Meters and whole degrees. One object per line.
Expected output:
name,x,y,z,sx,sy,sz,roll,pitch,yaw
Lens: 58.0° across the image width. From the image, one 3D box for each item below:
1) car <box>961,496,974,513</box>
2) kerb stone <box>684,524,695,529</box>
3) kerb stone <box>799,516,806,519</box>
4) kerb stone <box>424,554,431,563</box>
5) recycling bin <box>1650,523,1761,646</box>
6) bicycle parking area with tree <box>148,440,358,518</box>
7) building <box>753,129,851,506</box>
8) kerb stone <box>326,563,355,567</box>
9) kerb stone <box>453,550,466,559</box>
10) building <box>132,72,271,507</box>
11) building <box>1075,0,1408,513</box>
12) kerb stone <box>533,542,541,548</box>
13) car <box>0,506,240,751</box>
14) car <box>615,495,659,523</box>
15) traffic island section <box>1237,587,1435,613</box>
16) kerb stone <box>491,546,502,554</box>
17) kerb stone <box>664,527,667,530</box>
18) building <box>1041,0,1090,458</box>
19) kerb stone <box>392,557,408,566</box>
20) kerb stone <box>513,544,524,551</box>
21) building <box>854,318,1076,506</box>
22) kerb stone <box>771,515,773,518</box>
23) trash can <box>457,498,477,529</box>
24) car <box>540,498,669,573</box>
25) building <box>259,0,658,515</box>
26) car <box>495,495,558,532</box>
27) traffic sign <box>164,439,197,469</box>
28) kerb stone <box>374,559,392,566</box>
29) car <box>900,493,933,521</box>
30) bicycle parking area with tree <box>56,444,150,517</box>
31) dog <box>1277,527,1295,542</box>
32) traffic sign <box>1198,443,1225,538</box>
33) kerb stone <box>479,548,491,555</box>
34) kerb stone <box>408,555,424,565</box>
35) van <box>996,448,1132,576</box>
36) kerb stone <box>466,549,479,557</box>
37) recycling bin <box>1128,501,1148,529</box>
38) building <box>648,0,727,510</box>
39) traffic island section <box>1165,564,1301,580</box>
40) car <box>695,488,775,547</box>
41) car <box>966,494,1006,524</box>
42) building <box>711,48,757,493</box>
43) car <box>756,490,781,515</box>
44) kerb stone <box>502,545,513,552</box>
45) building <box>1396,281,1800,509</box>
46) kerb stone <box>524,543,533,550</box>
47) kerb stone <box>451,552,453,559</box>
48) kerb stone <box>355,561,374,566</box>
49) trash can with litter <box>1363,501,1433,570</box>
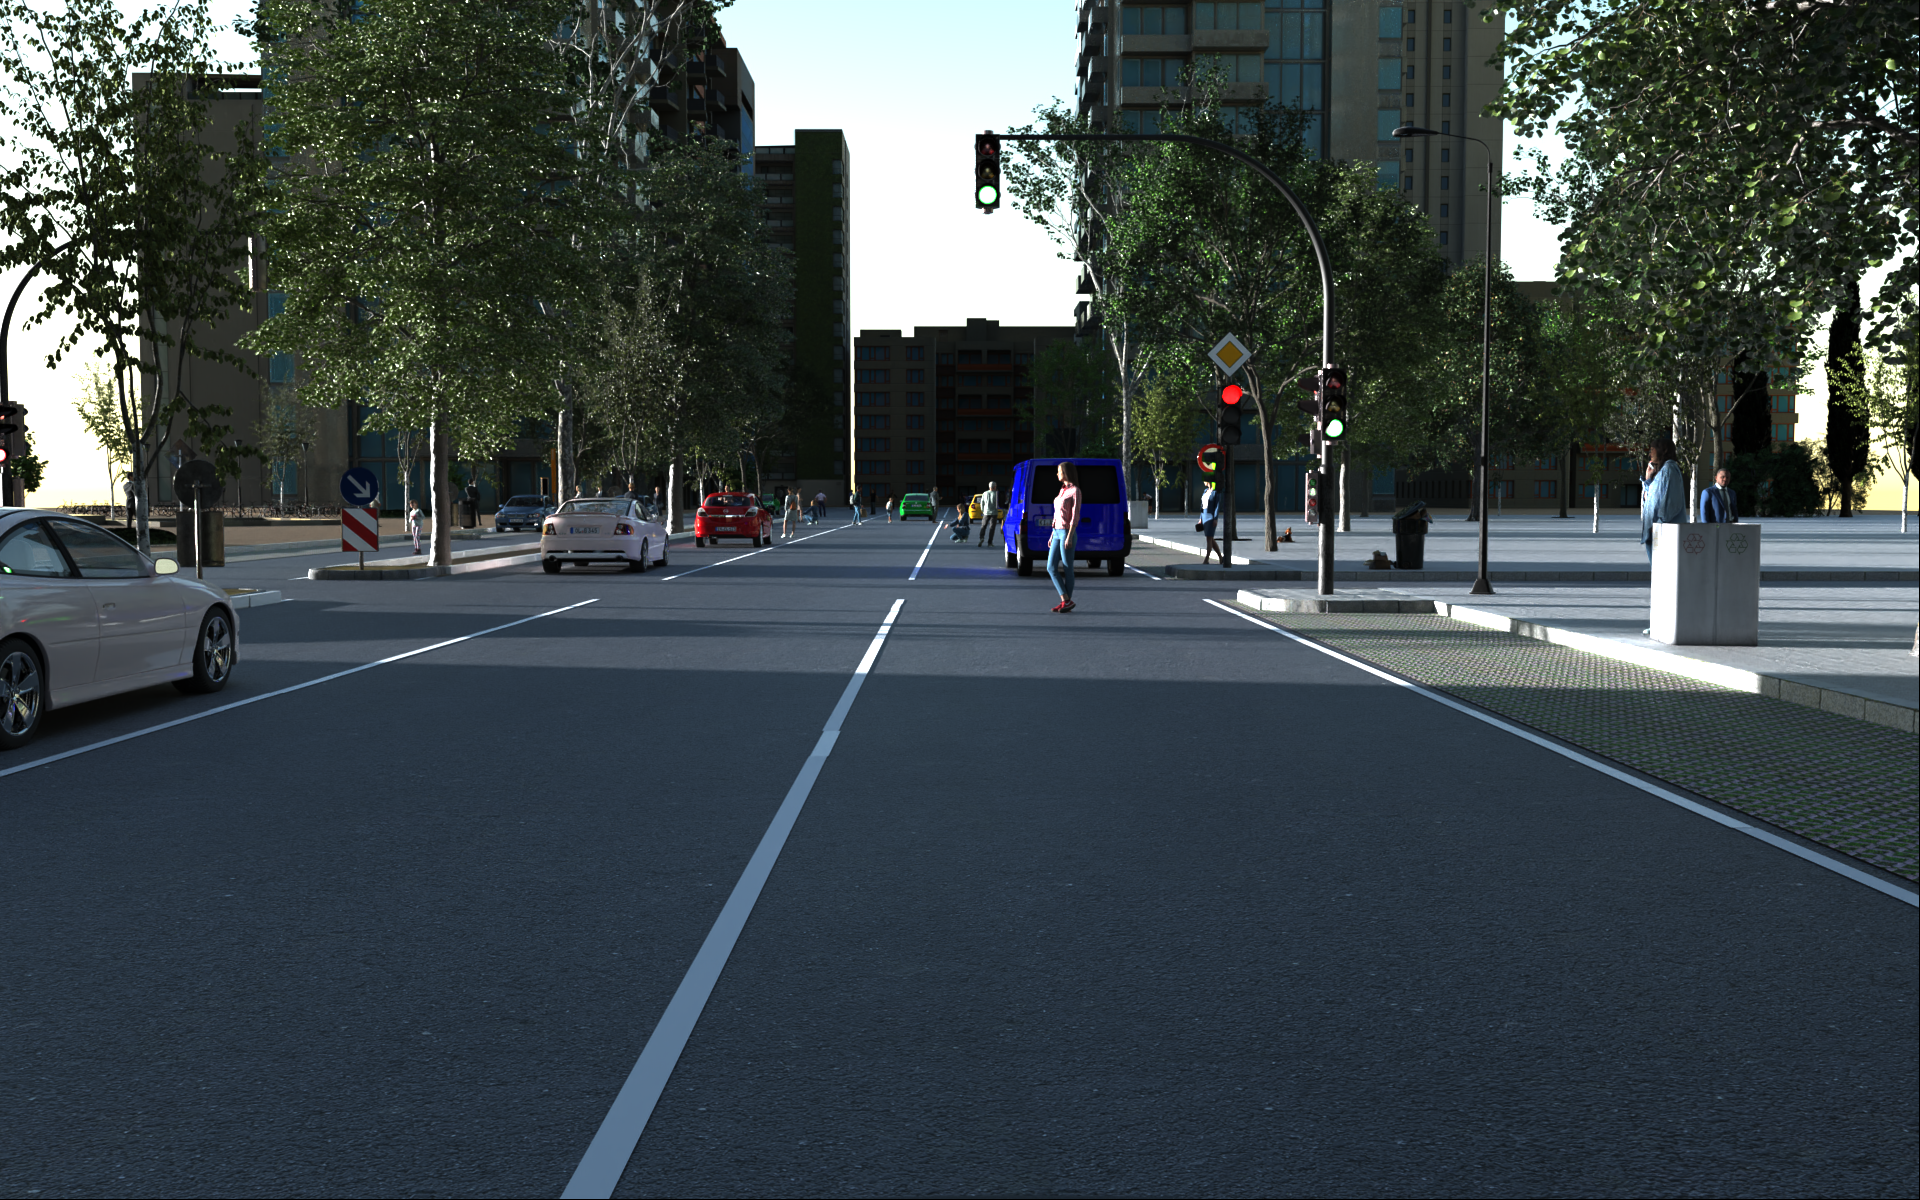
car,1.063,-6.259,114.912,1.945,1.354,3.894,0,4,-1
kerb stone,-11.265,-3.058,72.188,0.120,0.150,1.000,0,3,0
kerb stone,-9.226,-4.869,101.893,0.120,0.150,1.000,0,3,0
kerb stone,-11.191,-0.864,36.322,0.120,0.150,1.000,0,3,0
recycling bin,6.423,-0.146,14.949,0.722,1.027,0.722,1,4,8
bicycle parking area with tree,-37.392,-6.551,94.106,9.016,4.147,8.231,2,4,32
building,-19.726,-31.416,197.251,14.086,41.232,14.154,0,3,0
kerb stone,-11.178,-0.551,31.196,0.120,0.150,1.000,0,3,0
kerb stone,-11.201,-0.989,38.366,0.120,0.150,1.000,0,3,0
building,-71.426,-29.853,171.689,14.086,41.232,14.154,0,3,0
building,20.483,-31.358,132.316,23.786,49.044,30.456,0,3,0
kerb stone,-11.210,-1.428,45.535,0.120,0.150,1.000,0,3,0
car,-6.245,0.081,11.030,2.083,1.381,4.827,0,4,-1
car,-13.824,-3.711,72.671,2.014,1.417,4.499,0,4,1
traffic island section,4.695,0.005,22.196,2.009,0.180,2.903,0,3,0
kerb stone,-11.203,-1.177,41.433,0.120,0.150,1.000,0,3,0
kerb stone,-11.252,-2.740,67.066,0.120,0.150,1.000,0,3,0
building,19.570,-51.954,162.118,22.319,86.520,31.000,0,3,0
kerb stone,-11.186,-0.739,34.272,0.120,0.150,1.000,0,3,0
kerb stone,-11.203,-1.302,43.489,0.120,0.150,1.000,0,3,0
building,2.746,-21.980,204.419,28.899,21.520,27.650,0,3,0
kerb stone,-11.322,-5.000,103.996,0.120,0.150,1.000,0,3,0
trash can,-18.331,-3.230,64.458,0.748,1.137,0.748,0,3,0
car,-6.705,-1.260,32.964,2.083,1.381,4.827,0,4,-2
building,-33.296,-30.596,119.856,23.786,49.044,30.456,0,3,0
car,-16.515,-3.323,66.341,2.014,1.417,4.499,0,4,-2
traffic sign,-18.475,-2.528,41.064,0.795,2.593,0.064,0,4,1
kerb stone,-11.182,-0.676,33.243,0.120,0.150,1.000,0,3,0
car,-2.319,-5.212,94.016,1.959,1.807,4.718,0,3,0
bicycle parking area with tree,-47.927,-6.960,100.806,9.016,4.147,8.231,-1,4,-21
dog,8.559,-1.726,45.952,0.748,0.427,0.550,0,4,1
traffic sign,6.350,-2.657,43.543,0.768,2.556,0.104,0,4,5
kerb stone,-11.199,-1.110,40.411,0.120,0.150,1.000,0,3,0
kerb stone,-11.188,-0.800,35.299,0.120,0.150,1.000,0,3,0
van,1.879,-1.688,31.975,2.240,2.365,5.245,0,4,-2
kerb stone,-11.190,-1.051,39.388,0.120,0.150,1.000,0,3,0
recycling bin,6.565,-3.172,64.423,0.722,1.027,0.722,-1,4,-9
building,-32.107,-30.273,149.595,22.147,44.769,28.867,0,3,0
traffic island section,4.679,-0.483,30.181,2.009,0.180,2.903,0,3,0
car,-6.244,-2.387,48.076,2.155,1.783,4.494,0,4,-1
car,1.286,-4.577,85.054,2.015,1.641,3.980,0,4,0
building,-28.131,-31.911,171.850,14.200,45.320,14.600,0,3,0
car,-13.000,-6.493,114.961,1.959,1.807,4.718,0,4,1
kerb stone,-11.205,-1.239,42.462,0.120,0.150,1.000,0,3,0
building,59.301,-19.629,165.967,28.899,21.520,27.650,0,3,0
kerb stone,-11.210,-1.365,44.513,0.120,0.150,1.000,0,3,0
kerb stone,-11.190,-0.927,37.344,0.120,0.150,1.000,0,3,0
kerb stone,-11.183,-0.613,32.221,0.120,0.150,1.000,0,3,0
trash can with litter,7.462,-1.108,29.505,1.055,1.170,0.624,-1,4,-9
